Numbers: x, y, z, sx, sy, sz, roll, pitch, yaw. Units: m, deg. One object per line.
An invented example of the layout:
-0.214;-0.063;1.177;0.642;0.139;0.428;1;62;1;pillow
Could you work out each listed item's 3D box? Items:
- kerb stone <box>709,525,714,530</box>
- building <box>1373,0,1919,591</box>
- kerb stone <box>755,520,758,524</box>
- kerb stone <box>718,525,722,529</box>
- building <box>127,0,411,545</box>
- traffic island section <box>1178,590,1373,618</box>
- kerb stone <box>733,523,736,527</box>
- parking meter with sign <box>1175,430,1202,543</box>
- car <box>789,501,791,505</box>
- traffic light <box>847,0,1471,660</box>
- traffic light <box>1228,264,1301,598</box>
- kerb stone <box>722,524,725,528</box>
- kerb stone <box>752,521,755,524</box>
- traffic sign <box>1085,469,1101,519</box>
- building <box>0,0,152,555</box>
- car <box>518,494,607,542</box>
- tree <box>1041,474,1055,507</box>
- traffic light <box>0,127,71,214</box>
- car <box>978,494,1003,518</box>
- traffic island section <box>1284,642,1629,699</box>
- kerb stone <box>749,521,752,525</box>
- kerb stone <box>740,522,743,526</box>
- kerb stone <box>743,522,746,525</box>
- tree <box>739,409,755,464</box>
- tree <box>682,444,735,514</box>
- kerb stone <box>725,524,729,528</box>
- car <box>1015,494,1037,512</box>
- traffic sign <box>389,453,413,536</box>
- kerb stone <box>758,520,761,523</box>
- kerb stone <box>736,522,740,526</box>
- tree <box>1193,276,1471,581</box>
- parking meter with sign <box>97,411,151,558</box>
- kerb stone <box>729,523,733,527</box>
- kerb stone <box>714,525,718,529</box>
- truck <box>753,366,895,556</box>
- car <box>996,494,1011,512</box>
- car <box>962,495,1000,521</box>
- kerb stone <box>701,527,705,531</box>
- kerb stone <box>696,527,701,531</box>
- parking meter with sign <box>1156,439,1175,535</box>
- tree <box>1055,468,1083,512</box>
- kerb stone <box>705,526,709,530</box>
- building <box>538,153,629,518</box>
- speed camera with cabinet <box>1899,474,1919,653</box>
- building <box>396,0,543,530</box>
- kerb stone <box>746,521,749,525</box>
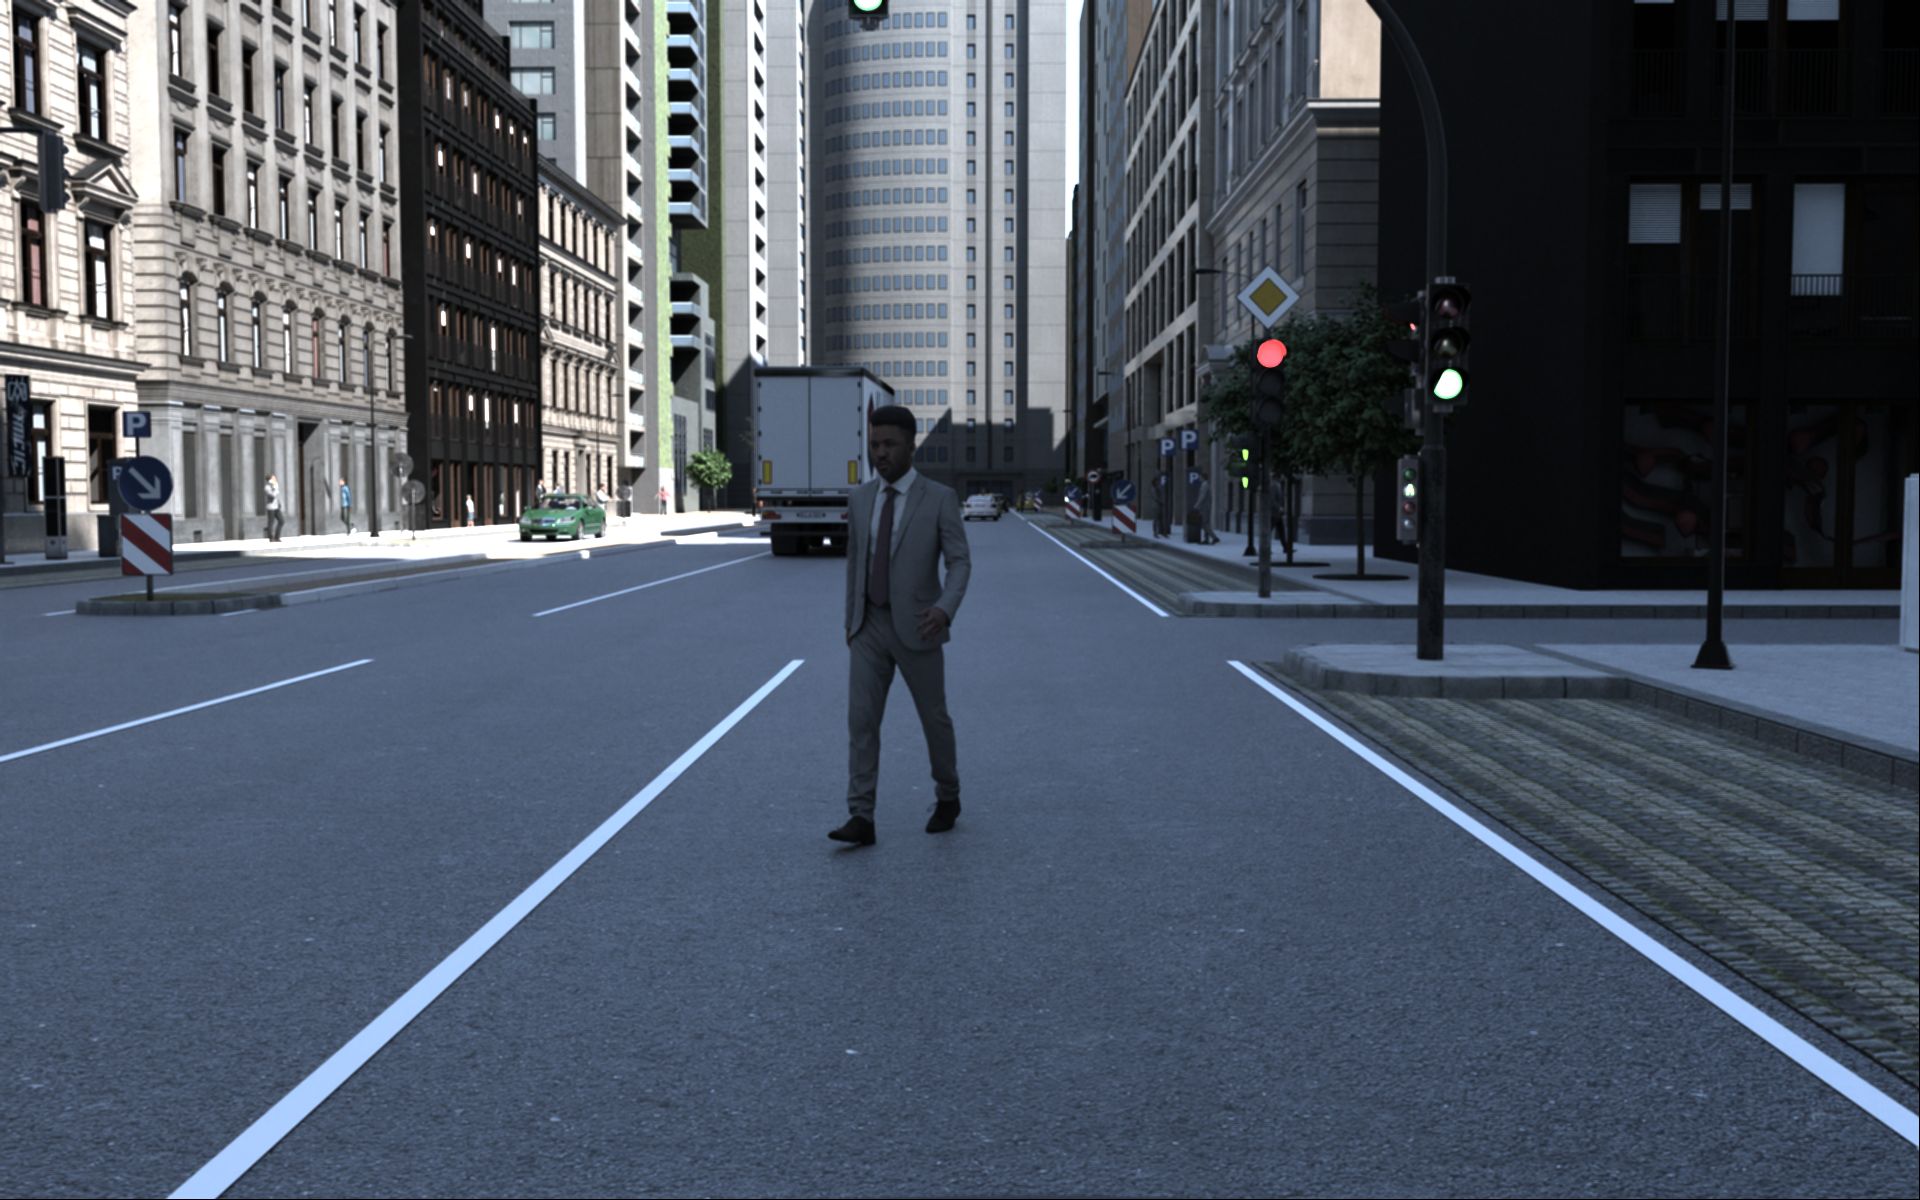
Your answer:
-10.036;-2.852;68.882;0.120;0.150;1.000;0;4;1;kerb stone
16.221;-12.147;28.285;15.834;23.373;12.332;0;4;1;building
-9.826;-3.669;82.216;0.120;0.150;1.000;0;4;1;kerb stone
-10.002;-2.981;70.934;0.120;0.150;1.000;0;4;1;kerb stone
-24.227;-12.387;51.676;9.793;20.994;18.267;0;4;1;building
3.796;0.049;21.478;2.009;0.180;2.903;0;4;1;traffic island section
-9.941;-3.232;75.039;0.120;0.150;1.000;0;4;1;kerb stone
6.168;-3.050;46.122;0.543;3.016;1.738;0;4;1;parking meter with sign
-10.624;-6.805;119.931;2.281;1.827;5.304;0;4;1;car
1.538;-2.361;13.272;4.771;5.953;1.251;0;4;1;traffic light
3.756;-1.984;21.365;0.839;4.253;0.868;0;4;1;traffic light
-9.997;-3.043;71.960;0.120;0.150;1.000;0;4;1;kerb stone
-9.845;-3.609;81.194;0.120;0.150;1.000;0;4;1;kerb stone
6.723;-5.350;87.584;0.768;2.556;0.104;0;4;7;traffic sign
-24.766;-10.298;32.999;10.561;19.102;19.286;0;4;1;building
-12.216;-2.546;53.432;2.131;1.459;4.920;0;4;2;car
8.357;-9.836;155.416;1.663;3.219;1.824;0;3;0;tree
-13.610;-2.874;21.656;4.771;5.953;1.251;0;4;1;traffic light
1.649;-5.858;106.006;2.015;1.641;3.980;0;4;0;car
3.671;0.537;13.494;2.009;0.180;2.903;0;4;1;traffic island section
-9.864;-3.542;80.173;0.120;0.150;1.000;0;4;1;kerb stone
-9.912;-3.357;77.085;0.120;0.150;1.000;0;4;1;kerb stone
-9.893;-3.420;78.115;0.120;0.150;1.000;0;4;1;kerb stone
-15.756;-11.653;140.895;4.360;8.622;3.978;0;3;0;tree
-16.468;-7.927;113.315;4.285;4.588;4.351;0;3;0;tree
-9.975;-3.106;72.986;0.120;0.150;1.000;0;4;1;kerb stone
5.426;-7.943;140.098;2.015;1.641;3.980;0;4;2;car
-17.153;-3.244;53.143;0.768;2.556;0.104;0;4;2;traffic sign
-9.813;-3.730;83.239;0.120;0.150;1.000;0;4;1;kerb stone
-9.926;-3.295;76.063;0.120;0.150;1.000;0;4;1;kerb stone
6.166;-2.604;26.292;4.285;4.588;4.351;0;3;0;tree
-17.272;-2.415;35.745;0.543;3.016;1.738;0;4;-5;parking meter with sign
-9.957;-3.163;74.011;0.120;0.150;1.000;0;4;1;kerb stone
-10.020;-2.918;69.911;0.120;0.150;1.000;0;4;1;kerb stone
-3.066;-3.347;43.645;2.839;4.237;11.283;0;4;2;truck
3.039;-7.744;138.609;2.014;1.417;4.499;0;4;2;car
1.151;-4.999;94.099;2.083;1.381;4.827;0;4;1;car
-10.065;-2.730;66.831;0.120;0.150;1.000;0;4;1;kerb stone
-10.099;-2.667;65.809;0.120;0.150;1.000;0;4;1;kerb stone
6.520;-3.605;55.203;0.543;3.016;1.738;0;4;2;parking meter with sign
8.087;-8.014;125.631;1.663;3.219;1.824;0;3;0;tree
-10.060;-2.791;67.859;0.120;0.150;1.000;0;4;1;kerb stone
-23.652;-13.556;86.274;10.561;19.102;19.286;0;4;1;building
8.703;-1.190;13.785;2.038;3.252;0.660;0;4;3;speed camera with cabinet
-24.830;-14.615;68.633;12.332;23.373;15.834;0;4;1;building
-9.876;-3.483;79.137;0.120;0.150;1.000;0;4;1;kerb stone
